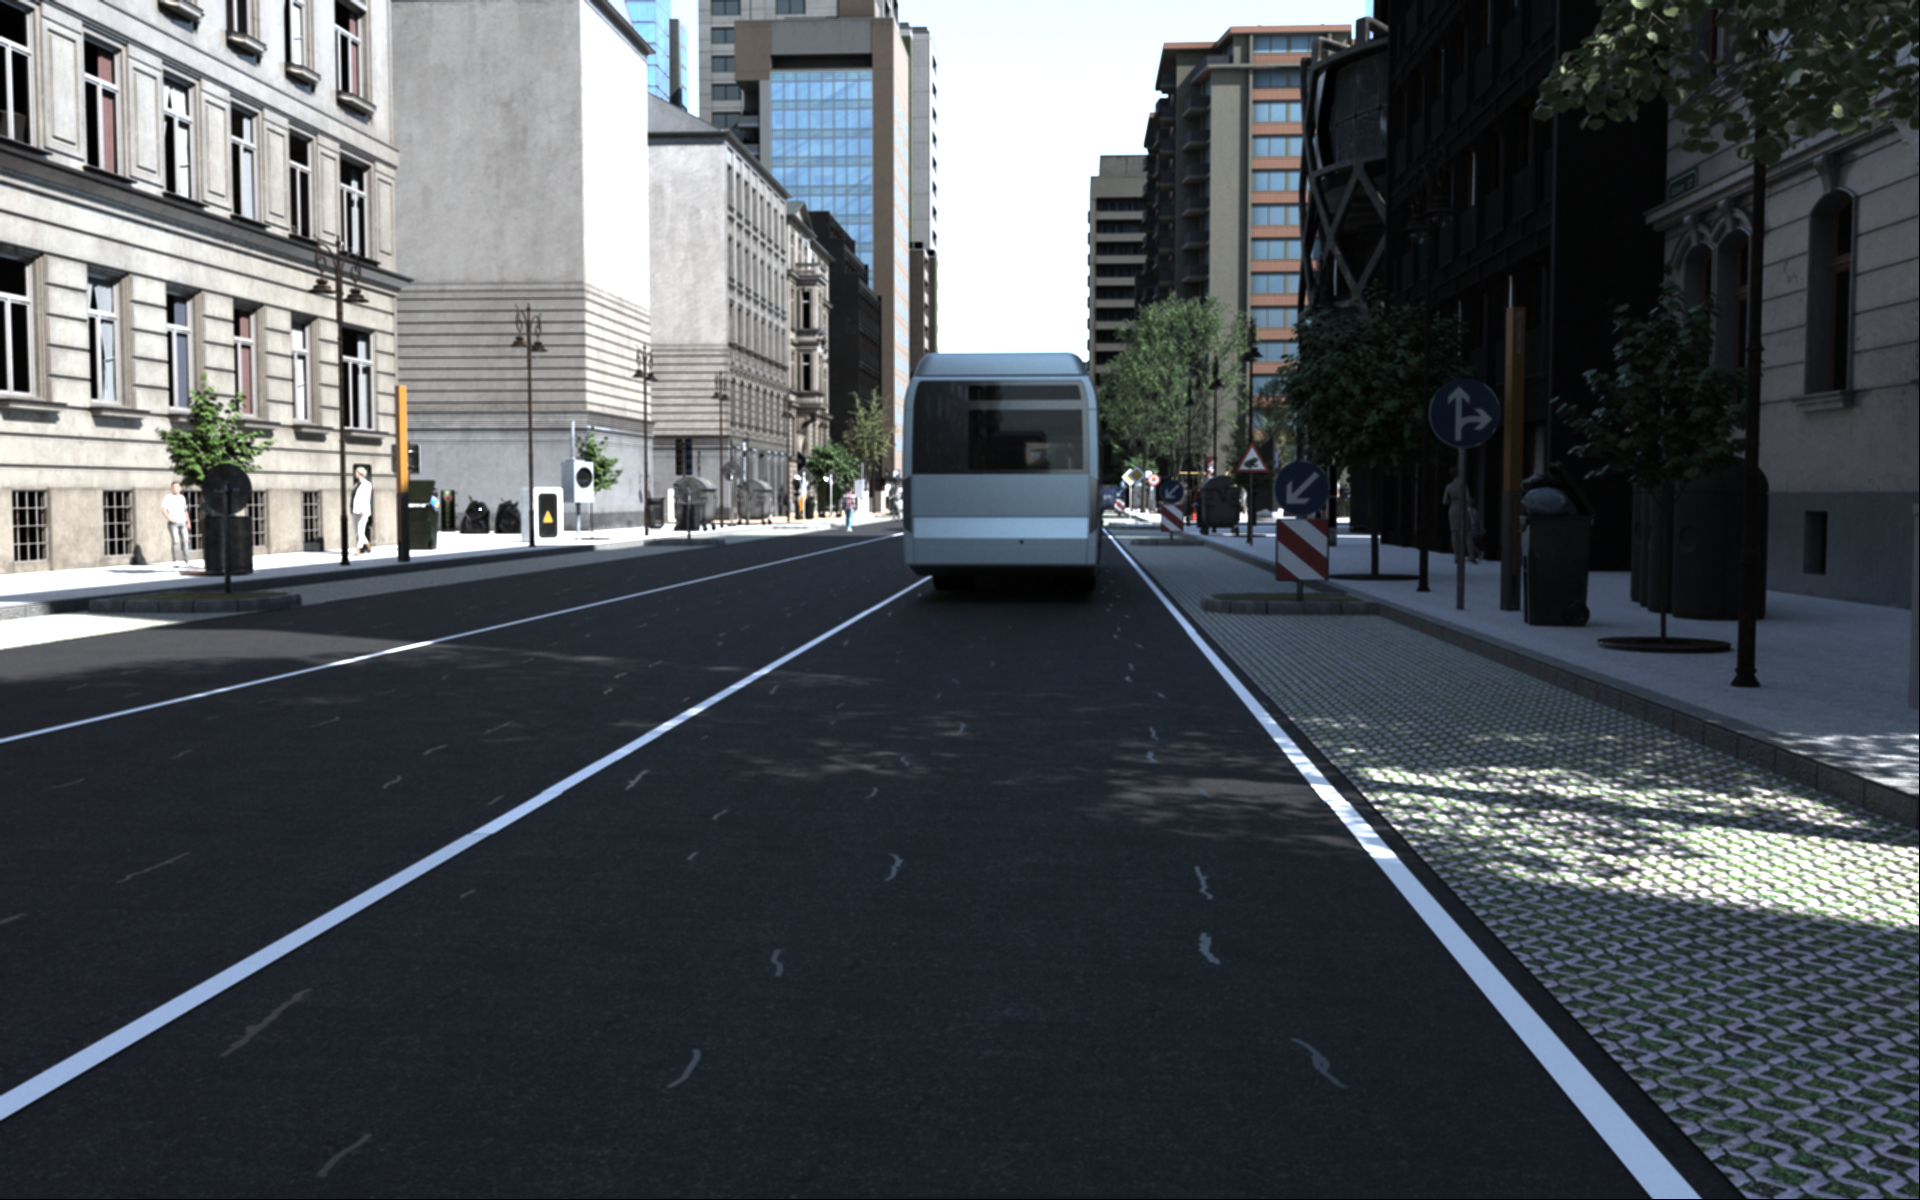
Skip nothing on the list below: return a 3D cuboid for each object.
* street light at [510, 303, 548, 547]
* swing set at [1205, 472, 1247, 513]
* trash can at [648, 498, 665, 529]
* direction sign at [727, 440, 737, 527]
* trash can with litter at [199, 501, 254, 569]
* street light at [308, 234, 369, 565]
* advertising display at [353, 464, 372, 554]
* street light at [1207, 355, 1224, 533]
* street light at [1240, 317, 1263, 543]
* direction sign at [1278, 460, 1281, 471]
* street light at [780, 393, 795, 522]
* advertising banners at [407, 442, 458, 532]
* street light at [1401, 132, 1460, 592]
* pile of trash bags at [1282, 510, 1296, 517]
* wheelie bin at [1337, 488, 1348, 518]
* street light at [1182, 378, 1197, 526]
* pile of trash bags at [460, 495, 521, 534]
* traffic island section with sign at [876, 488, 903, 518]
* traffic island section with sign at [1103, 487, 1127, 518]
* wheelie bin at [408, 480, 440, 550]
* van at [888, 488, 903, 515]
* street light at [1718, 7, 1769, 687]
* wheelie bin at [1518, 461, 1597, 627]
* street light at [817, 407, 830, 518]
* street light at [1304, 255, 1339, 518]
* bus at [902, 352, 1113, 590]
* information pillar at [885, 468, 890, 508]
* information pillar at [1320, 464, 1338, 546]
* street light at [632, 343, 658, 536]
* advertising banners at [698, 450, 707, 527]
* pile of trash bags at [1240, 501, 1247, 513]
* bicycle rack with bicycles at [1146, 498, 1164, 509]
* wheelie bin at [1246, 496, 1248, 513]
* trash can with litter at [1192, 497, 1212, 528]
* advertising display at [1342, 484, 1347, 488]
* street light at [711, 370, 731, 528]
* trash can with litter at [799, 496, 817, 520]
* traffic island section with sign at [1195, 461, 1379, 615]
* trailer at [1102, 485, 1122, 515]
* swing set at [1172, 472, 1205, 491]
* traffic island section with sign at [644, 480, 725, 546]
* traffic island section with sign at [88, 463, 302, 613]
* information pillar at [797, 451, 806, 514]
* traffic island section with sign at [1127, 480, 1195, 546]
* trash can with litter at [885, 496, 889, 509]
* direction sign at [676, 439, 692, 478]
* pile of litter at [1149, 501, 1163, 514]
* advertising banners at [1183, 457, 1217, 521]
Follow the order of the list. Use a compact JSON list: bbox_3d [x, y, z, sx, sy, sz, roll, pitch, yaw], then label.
[{"bbox_3d":[-10.447,-4.240,42.108,0.468,5.910,1.993,0,4,4],"label":"street light"},{"bbox_3d":[18.305,-7.089,113.526,2.862,2.851,3.119,-1,4,-23],"label":"swing set"},{"bbox_3d":[-11.250,-3.199,63.953,0.748,1.137,0.748,0,3,0],"label":"trash can"},{"bbox_3d":[-8.988,-4.654,68.084,0.379,3.537,0.876,0,4,-8],"label":"direction sign"},{"bbox_3d":[-12.422,-1.103,29.429,1.055,1.170,0.624,2,4,31],"label":"trash can with litter"},{"bbox_3d":[-11.102,-3.566,31.091,0.468,5.910,1.993,0,4,4],"label":"street light"},{"bbox_3d":[-12.896,-1.970,37.424,0.123,1.923,0.974,0,4,-4],"label":"advertising display"},{"bbox_3d":[8.475,-5.185,57.570,0.468,5.910,1.993,0,4,4],"label":"street light"},{"bbox_3d":[7.604,-4.436,45.315,0.468,5.910,1.993,0,4,4],"label":"street light"},{"bbox_3d":[21.082,-7.580,115.931,0.876,3.537,0.379,3,5,44],"label":"direction sign"},{"bbox_3d":[-7.918,-6.542,79.745,0.468,5.910,1.993,0,4,4],"label":"street light"},{"bbox_3d":[-17.896,-3.780,57.994,2.074,3.025,0.090,-2,4,-29],"label":"advertising banners"},{"bbox_3d":[6.106,-3.049,22.644,0.468,5.910,1.993,0,4,4],"label":"street light"},{"bbox_3d":[19.810,-5.345,97.138,3.447,1.369,1.912,1,4,14],"label":"pile of trash bags"},{"bbox_3d":[21.015,-5.307,94.684,0.980,1.594,0.693,-1,4,-18],"label":"wheelie bin"},{"bbox_3d":[9.157,-5.898,69.217,0.468,5.910,1.993,0,4,4],"label":"street light"},{"bbox_3d":[-15.805,-2.825,55.940,3.447,1.369,1.912,-1,4,-9],"label":"pile of trash bags"},{"bbox_3d":[-3.977,-5.856,104.378,1.989,1.847,2.006,0,4,4],"label":"traffic island section with sign"},{"bbox_3d":[9.392,-5.794,103.356,1.989,1.847,2.006,0,4,4],"label":"traffic island section with sign"},{"bbox_3d":[-12.403,-1.952,39.822,0.980,1.594,0.693,0,4,4],"label":"wheelie bin"},{"bbox_3d":[-3.625,-6.511,113.461,2.013,2.044,4.112,0,4,4],"label":"van"},{"bbox_3d":[5.251,-2.362,11.399,0.468,5.910,1.993,0,4,4],"label":"street light"},{"bbox_3d":[5.840,-0.557,17.013,0.693,1.594,0.980,1,4,11],"label":"wheelie bin"},{"bbox_3d":[-7.197,-7.269,91.628,0.468,5.910,1.993,0,4,4],"label":"street light"},{"bbox_3d":[6.983,-3.722,33.647,0.468,5.910,1.993,0,4,4],"label":"street light"},{"bbox_3d":[1.090,-2.092,29.066,2.948,3.499,13.247,0,4,5],"label":"bus"},{"bbox_3d":[-6.422,-9.922,153.582,0.504,3.616,0.183,-2,4,-24],"label":"information pillar"},{"bbox_3d":[9.099,-2.340,42.757,0.304,2.012,0.304,-2,4,-31],"label":"information pillar"},{"bbox_3d":[-9.640,-4.913,53.116,0.468,5.910,1.993,0,4,4],"label":"street light"},{"bbox_3d":[-10.221,-4.428,68.582,0.090,3.025,2.074,-1,4,-15],"label":"advertising banners"},{"bbox_3d":[20.973,-6.781,120.622,3.447,1.369,1.912,-3,5,-42],"label":"pile of trash bags"},{"bbox_3d":[16.692,-8.329,149.557,2.852,0.926,2.925,1,4,17],"label":"bicycle rack with bicycles"},{"bbox_3d":[18.475,-6.198,109.247,0.693,1.594,0.980,-2,4,-31],"label":"wheelie bin"},{"bbox_3d":[9.286,-3.345,66.072,0.624,1.170,1.055,2,4,25],"label":"trash can with litter"},{"bbox_3d":[24.957,-6.561,112.483,0.123,1.923,0.974,0,4,-1],"label":"advertising display"},{"bbox_3d":[-8.920,-5.622,64.703,0.468,5.910,1.993,0,4,4],"label":"street light"},{"bbox_3d":[-7.709,-4.621,86.945,0.624,1.170,1.055,3,5,39],"label":"trash can with litter"},{"bbox_3d":[4.000,-0.777,21.336,1.989,1.847,2.006,0,4,4],"label":"traffic island section with sign"},{"bbox_3d":[9.246,-6.113,107.001,1.471,1.999,3.904,0,4,5],"label":"trailer"},{"bbox_3d":[16.808,-7.850,125.975,3.119,2.851,2.862,-2,4,-32],"label":"swing set"},{"bbox_3d":[-7.662,-2.443,48.577,1.989,1.847,2.006,0,4,4],"label":"traffic island section with sign"},{"bbox_3d":[-9.424,-0.798,21.667,1.989,1.847,2.006,0,4,4],"label":"traffic island section with sign"},{"bbox_3d":[-8.587,-6.271,93.889,0.504,3.616,0.183,1,4,19],"label":"information pillar"},{"bbox_3d":[5.786,-2.440,48.520,1.989,1.847,2.006,0,4,4],"label":"traffic island section with sign"},{"bbox_3d":[-5.679,-8.329,147.235,2.233,1.210,1.678,1,4,9],"label":"trash can with litter"},{"bbox_3d":[-11.306,-4.832,70.999,0.876,3.537,0.379,2,4,34],"label":"direction sign"},{"bbox_3d":[12.581,-5.902,110.468,1.719,0.858,1.176,-1,4,-15],"label":"pile of litter"},{"bbox_3d":[11.017,-5.200,81.212,2.074,3.025,0.090,1,4,12],"label":"advertising banners"}]
